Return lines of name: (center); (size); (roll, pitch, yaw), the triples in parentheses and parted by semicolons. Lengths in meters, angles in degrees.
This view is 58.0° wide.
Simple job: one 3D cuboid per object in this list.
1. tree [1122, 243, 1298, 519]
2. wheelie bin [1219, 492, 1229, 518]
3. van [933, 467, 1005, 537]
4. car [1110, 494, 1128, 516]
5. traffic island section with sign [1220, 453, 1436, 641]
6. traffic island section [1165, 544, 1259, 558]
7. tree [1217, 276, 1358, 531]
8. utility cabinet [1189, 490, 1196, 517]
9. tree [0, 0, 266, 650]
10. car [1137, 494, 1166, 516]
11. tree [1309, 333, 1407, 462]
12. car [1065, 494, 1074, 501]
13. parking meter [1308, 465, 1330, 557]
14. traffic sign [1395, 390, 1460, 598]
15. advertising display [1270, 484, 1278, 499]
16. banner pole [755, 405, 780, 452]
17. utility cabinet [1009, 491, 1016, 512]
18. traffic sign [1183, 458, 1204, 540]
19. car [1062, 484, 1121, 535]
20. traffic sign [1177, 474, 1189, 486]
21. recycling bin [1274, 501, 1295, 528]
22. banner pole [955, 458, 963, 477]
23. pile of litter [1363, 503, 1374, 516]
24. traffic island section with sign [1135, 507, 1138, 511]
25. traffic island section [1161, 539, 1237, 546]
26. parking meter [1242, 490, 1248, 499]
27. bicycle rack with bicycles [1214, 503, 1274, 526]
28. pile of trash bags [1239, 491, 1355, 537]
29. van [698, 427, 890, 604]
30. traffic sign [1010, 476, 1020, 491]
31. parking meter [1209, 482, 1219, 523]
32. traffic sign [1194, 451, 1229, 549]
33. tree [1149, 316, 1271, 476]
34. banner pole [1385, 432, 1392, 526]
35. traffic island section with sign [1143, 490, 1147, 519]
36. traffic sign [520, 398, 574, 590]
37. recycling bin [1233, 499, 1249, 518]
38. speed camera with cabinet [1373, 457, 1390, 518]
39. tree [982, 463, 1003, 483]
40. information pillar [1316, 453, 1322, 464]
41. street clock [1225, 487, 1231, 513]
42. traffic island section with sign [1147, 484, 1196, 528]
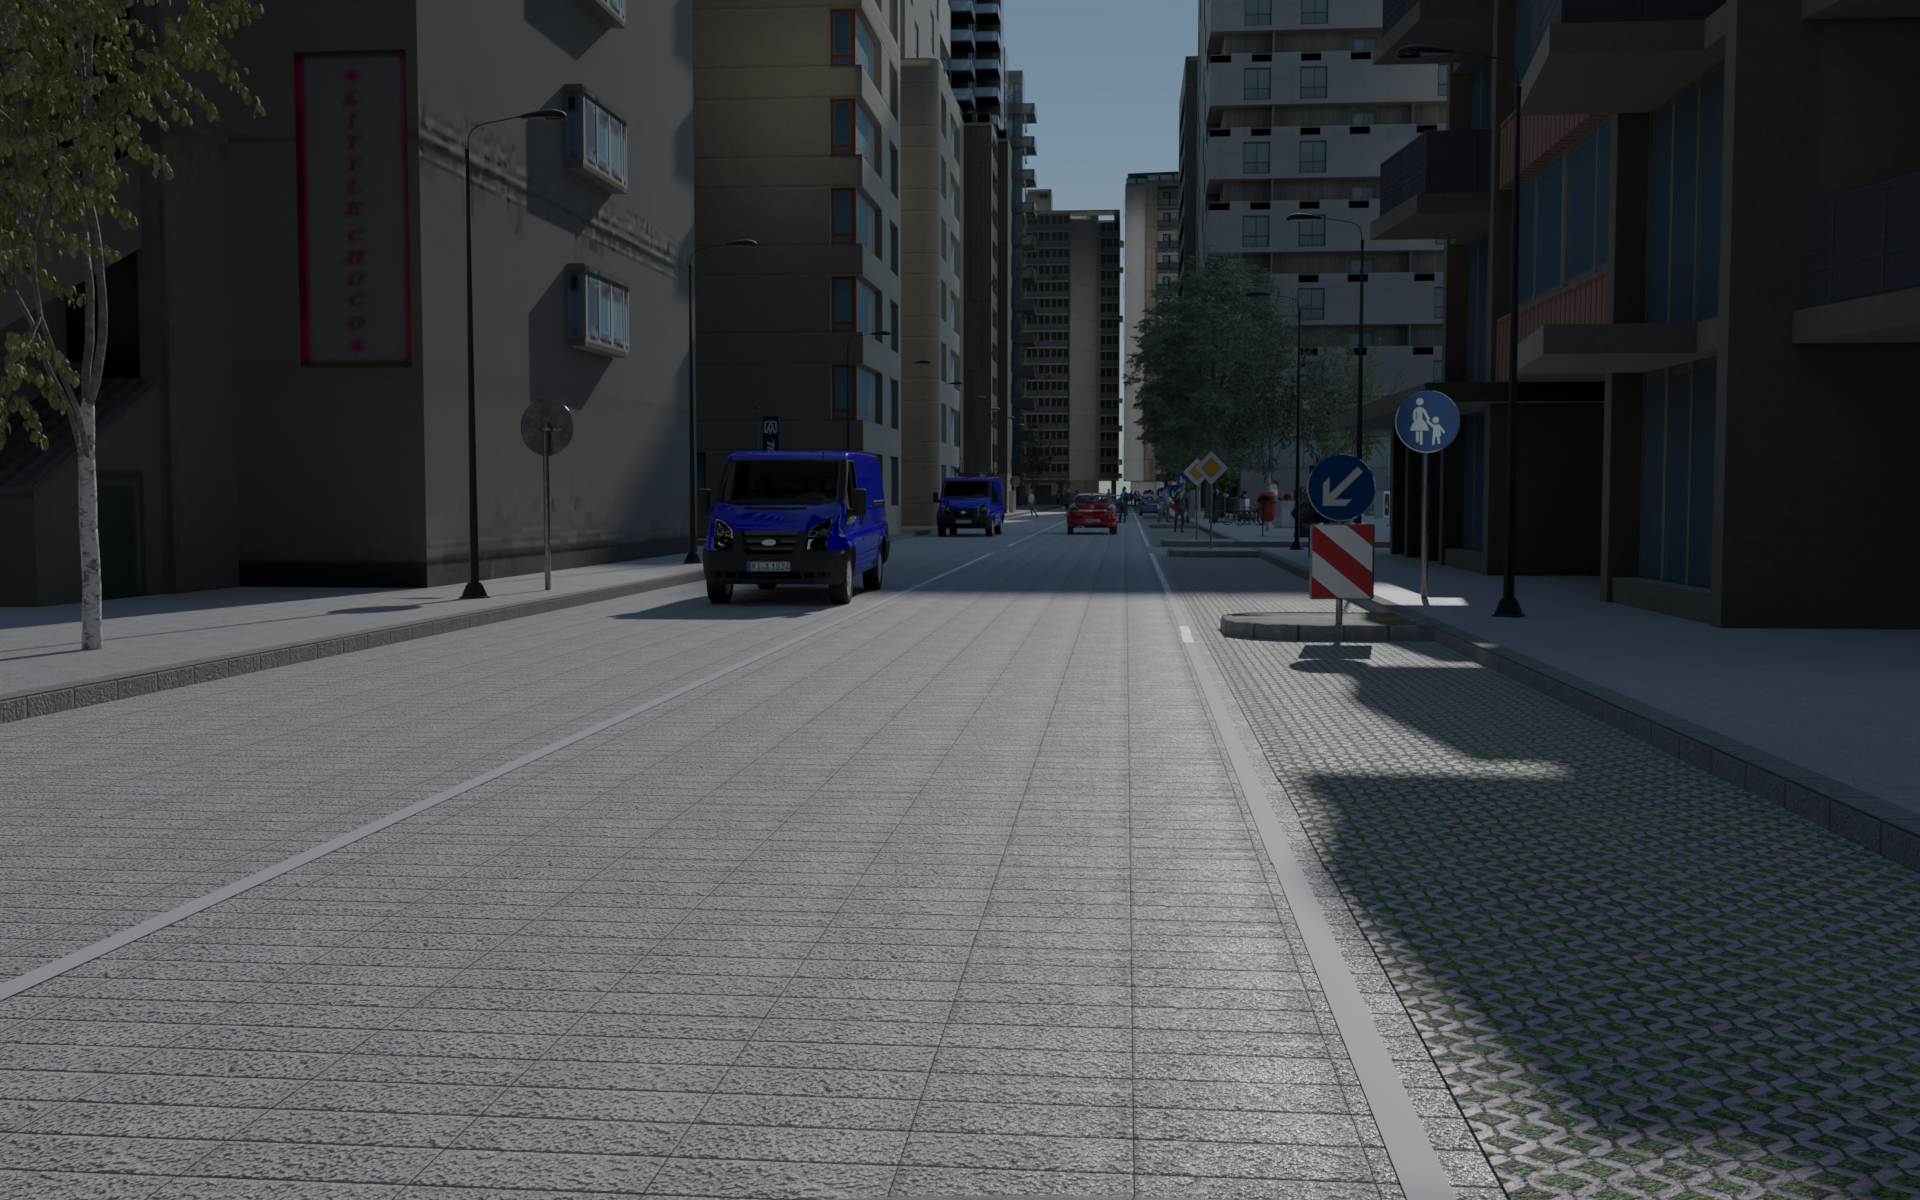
tree: (13.094, -11.204, 89.840); (9.857, 13.997, 8.962); (0, 3, 0)
wheelie bin: (14.002, -5.218, 93.218); (0.980, 1.594, 0.693); (1, 4, 18)
van: (0.381, -3.396, 59.902); (2.240, 2.365, 5.245); (0, 4, 6)
car: (10.286, -6.318, 115.298); (2.014, 1.417, 4.499); (0, 4, 6)
traffic island section with sign: (3.703, -0.558, 17.747); (1.989, 1.847, 2.006); (0, 4, 5)
traffic island section: (5.841, -1.097, 40.217); (2.009, 0.180, 2.903); (0, 4, 5)
tree: (10.863, -6.679, 59.567); (4.360, 8.622, 3.978); (0, 3, 0)
utility cabinet: (12.699, -5.271, 94.864); (0.318, 1.500, 1.173); (0, 4, 4)
tree: (-7.396, -3.891, 13.974); (4.737, 8.622, 4.395); (0, 3, 0)
car: (12.723, -6.288, 114.813); (2.014, 1.417, 4.499); (0, 4, 5)
tree: (18.530, -7.930, 80.016); (4.737, 8.622, 4.395); (0, 3, 0)
car: (11.351, -9.907, 171.013); (2.155, 1.783, 4.494); (0, 4, 4)
parking meter: (7.328, -1.808, 35.276); (0.399, 1.863, 0.255); (-1, 4, -19)
traffic sign: (5.727, -1.295, 21.284); (0.768, 2.556, 0.104); (1, 4, 12)
advertising display: (20.386, -6.572, 112.670); (0.123, 1.923, 0.974); (3, 5, 40)
banner pole: (-5.489, -3.600, 48.878); (0.863, 3.779, 0.401); (-1, 4, -19)
utility cabinet: (3.596, -6.772, 119.393); (0.318, 1.500, 1.173); (1, 4, 11)
traffic sign: (6.576, -2.719, 48.091); (0.795, 2.450, 0.064); (0, 4, 5)
car: (4.779, -3.288, 62.806); (2.155, 1.783, 4.494); (0, 4, 4)
traffic sign: (14.443, -6.866, 112.371); (0.768, 2.556, 0.104); (1, 4, 9)
recycling bin: (12.295, -3.223, 65.252); (0.722, 1.027, 0.722); (-1, 4, -11)
banner pole: (-0.076, -8.045, 121.560); (0.863, 3.779, 0.401); (0, 4, 7)
pile of litter: (24.574, -5.465, 103.311); (1.719, 0.858, 1.176); (-3, 4, -39)
traffic island section with sign: (16.293, -8.614, 149.460); (1.989, 1.847, 2.006); (0, 4, 5)
traffic island section: (6.601, -1.583, 48.166); (2.009, 0.180, 2.903); (0, 4, 5)
parking meter: (18.050, -6.192, 109.654); (0.372, 1.533, 0.369); (0, 3, 0)
bicycle rack with bicycles: (11.931, -3.549, 71.403); (2.925, 0.926, 2.852); (-2, 4, -24)
pile of trash bags: (10.401, -2.569, 51.762); (3.447, 1.369, 1.912); (3, 5, 41)
van: (-2.229, -1.224, 24.399); (2.240, 2.365, 5.245); (0, 4, 4)
traffic sign: (3.821, -7.374, 120.664); (0.768, 2.556, 0.104); (1, 4, 13)
parking meter: (11.238, -4.335, 76.591); (0.399, 1.863, 0.255); (3, 5, 45)
traffic sign: (5.817, -2.232, 40.142); (0.795, 2.450, 0.064); (0, 4, 5)
tree: (15.092, -11.411, 104.695); (7.486, 12.596, 7.792); (0, 3, 0)
banner pole: (17.476, -4.897, 70.077); (0.401, 3.779, 0.863); (0, 4, 5)
traffic island section with sign: (11.603, -5.611, 100.369); (1.989, 1.847, 2.006); (0, 4, 5)
traffic sign: (-5.508, -1.405, 23.071); (0.768, 2.556, 0.104); (1, 4, 13)
recycling bin: (15.022, -4.895, 92.595); (0.722, 1.027, 0.722); (2, 4, 28)
speed camera with cabinet: (22.789, -6.012, 92.627); (0.660, 3.252, 2.038); (2, 4, 35)
tree: (1.831, -7.005, 109.125); (1.663, 3.219, 1.824); (0, 3, 0)
information pillar: (20.546, -6.589, 99.091); (0.183, 3.616, 0.504); (-3, 4, -37)
street clock: (17.798, -6.770, 115.266); (0.471, 2.002, 0.358); (2, 4, 35)
traffic island section with sign: (8.950, -3.916, 72.653); (1.989, 1.847, 2.006); (0, 4, 5)
